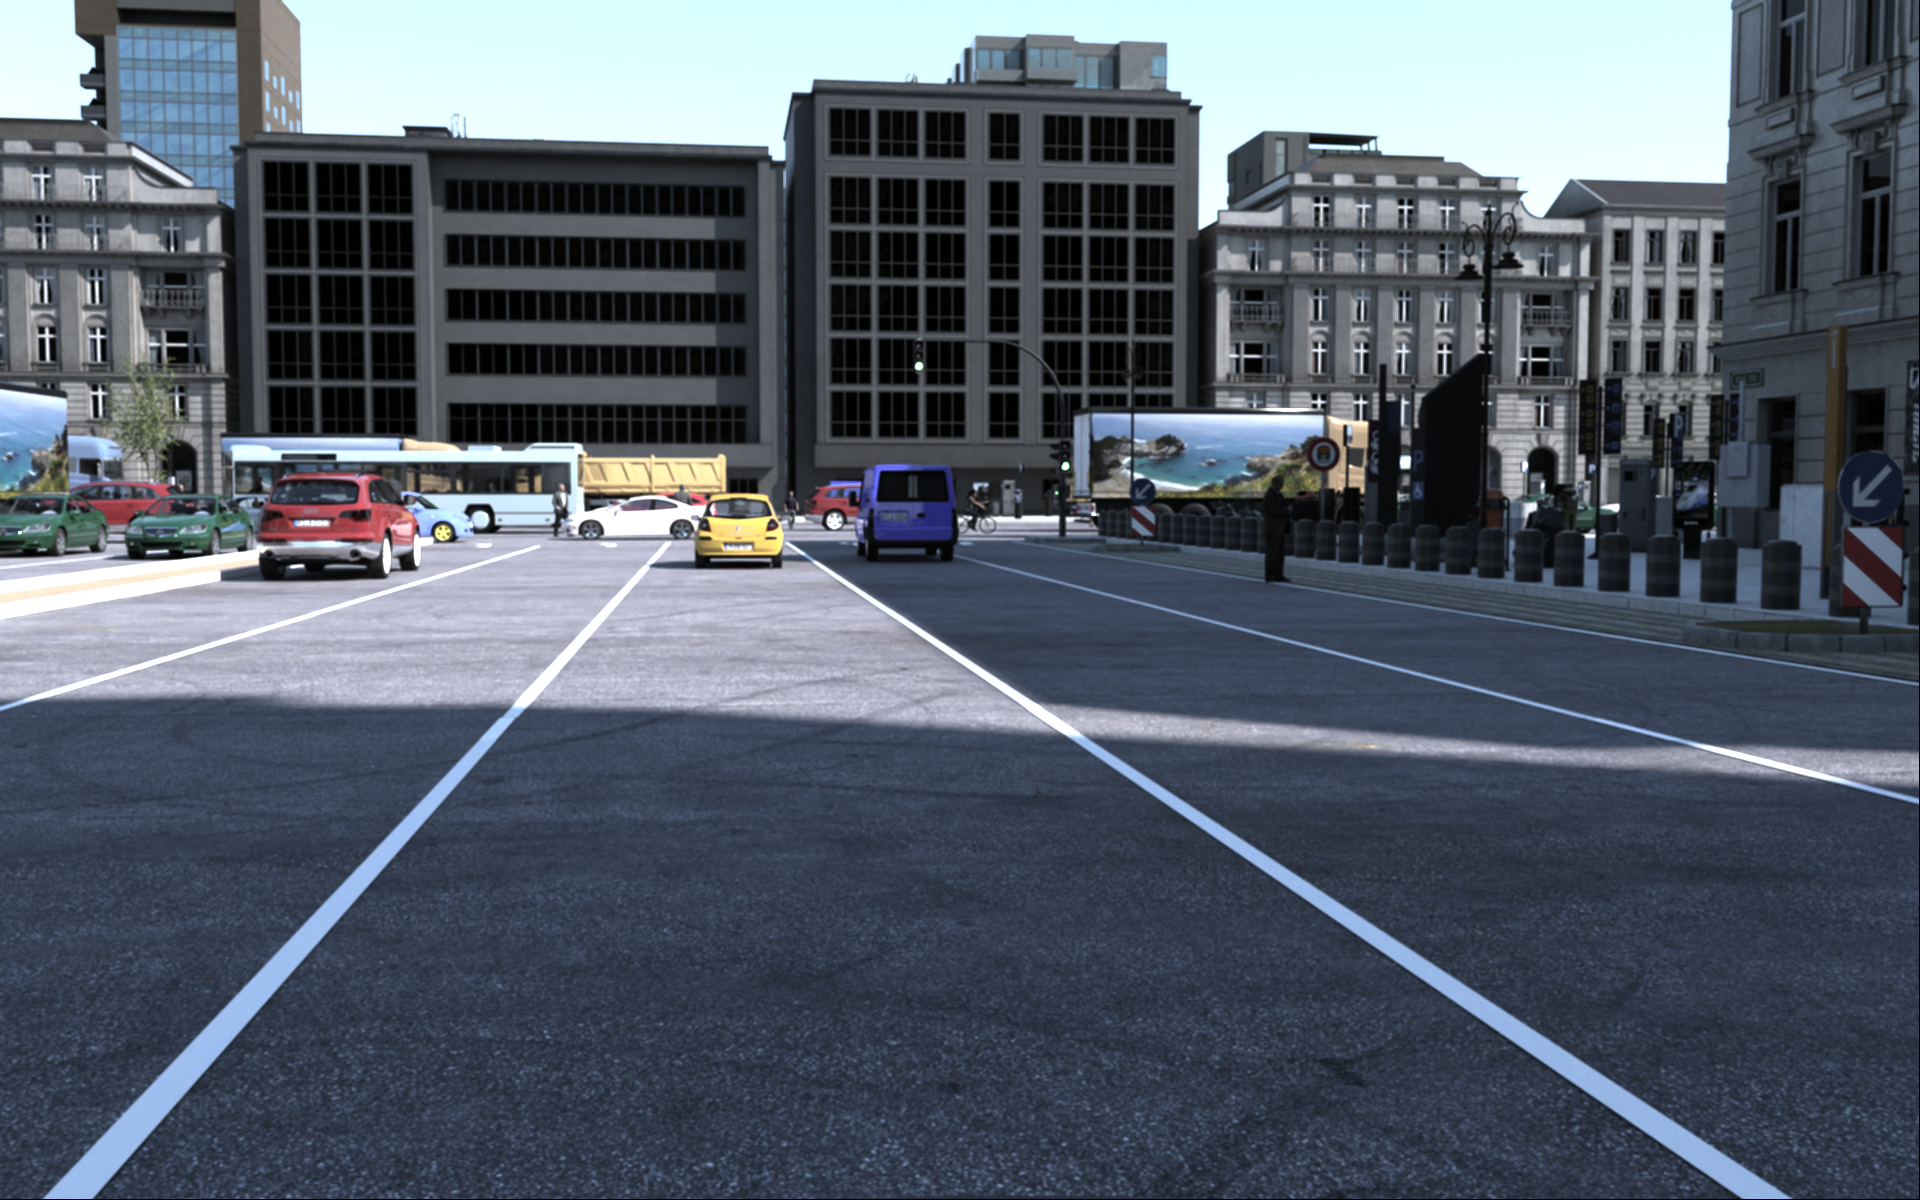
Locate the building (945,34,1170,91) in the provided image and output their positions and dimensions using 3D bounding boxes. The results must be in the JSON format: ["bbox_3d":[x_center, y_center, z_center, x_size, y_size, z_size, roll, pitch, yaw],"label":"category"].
[{"bbox_3d":[9.150,-34.641,185.995,23.786,49.044,30.456,0,4,-8],"label":"building"}]

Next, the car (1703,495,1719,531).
[{"bbox_3d":[30.291,-3.475,68.607,4.920,1.459,2.131,-1,4,-10],"label":"car"}]

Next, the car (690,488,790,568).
[{"bbox_3d":[-4.431,-1.506,34.852,2.015,1.641,3.980,0,4,-6],"label":"car"}]

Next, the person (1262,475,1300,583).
[{"bbox_3d":[5.187,-1.155,28.069,0.600,1.739,0.565,0,4,4],"label":"person"}]

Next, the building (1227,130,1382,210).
[{"bbox_3d":[39.117,-31.497,198.565,14.086,41.232,14.154,0,4,-8],"label":"building"}]

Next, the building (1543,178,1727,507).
[{"bbox_3d":[46.651,-15.960,110.101,18.267,20.994,9.793,0,4,-8],"label":"building"}]

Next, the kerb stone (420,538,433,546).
[{"bbox_3d":[-15.300,-1.682,49.765,0.120,0.150,1.000,0,4,-8],"label":"kerb stone"}]

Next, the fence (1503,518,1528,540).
[{"bbox_3d":[13.350,-1.640,42.190,2.069,0.683,0.278,-3,4,-37],"label":"fence"}]

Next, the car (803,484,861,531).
[{"bbox_3d":[-3.538,-3.659,68.502,5.304,1.827,2.281,-1,4,-9],"label":"car"}]

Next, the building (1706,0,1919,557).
[{"bbox_3d":[29.190,-14.965,21.087,17.030,29.872,44.131,0,4,-8],"label":"building"}]

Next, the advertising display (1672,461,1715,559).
[{"bbox_3d":[14.453,-1.770,34.145,0.123,1.923,0.974,-1,4,-20],"label":"advertising display"}]

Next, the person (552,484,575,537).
[{"bbox_3d":[-13.321,-3.011,58.133,0.834,1.777,0.661,2,4,31],"label":"person"}]

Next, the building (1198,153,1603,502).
[{"bbox_3d":[25.525,-16.302,108.332,24.055,21.916,13.314,0,4,-8],"label":"building"}]

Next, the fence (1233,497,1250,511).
[{"bbox_3d":[7.714,-2.217,47.454,0.480,1.192,2.264,1,4,21],"label":"fence"}]

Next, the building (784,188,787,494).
[{"bbox_3d":[-34.599,-39.519,265.746,30.456,49.044,23.786,0,4,-8],"label":"building"}]

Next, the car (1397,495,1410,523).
[{"bbox_3d":[19.103,-3.745,73.022,4.920,1.459,2.131,0,4,-7],"label":"car"}]

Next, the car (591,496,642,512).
[{"bbox_3d":[-13.064,-3.620,71.547,4.827,1.381,2.083,-1,4,-10],"label":"car"}]

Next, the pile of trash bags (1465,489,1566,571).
[{"bbox_3d":[9.573,-1.257,30.312,1.912,1.369,3.447,2,4,26],"label":"pile of trash bags"}]

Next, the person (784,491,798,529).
[{"bbox_3d":[-6.903,-3.706,71.296,0.569,1.553,0.471,1,4,12],"label":"person"}]

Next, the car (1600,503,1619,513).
[{"bbox_3d":[35.296,-4.733,89.753,4.827,1.381,2.083,0,4,-7],"label":"car"}]

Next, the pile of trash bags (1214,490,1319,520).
[{"bbox_3d":[7.842,-2.092,43.961,1.912,1.369,3.447,-2,4,-32],"label":"pile of trash bags"}]

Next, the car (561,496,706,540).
[{"bbox_3d":[-10.175,-2.601,54.892,4.827,1.381,2.083,-1,4,-10],"label":"car"}]

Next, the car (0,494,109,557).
[{"bbox_3d":[-21.746,-1.789,41.053,2.131,1.459,4.920,-1,4,-9],"label":"car"}]

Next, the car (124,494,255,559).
[{"bbox_3d":[-17.615,-1.711,39.767,2.131,1.459,4.920,0,4,-8],"label":"car"}]

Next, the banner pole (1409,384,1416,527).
[{"bbox_3d":[10.320,-3.033,39.612,0.401,3.779,0.863,1,4,11],"label":"banner pole"}]

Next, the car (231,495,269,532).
[{"bbox_3d":[-23.199,-2.835,58.351,4.499,1.417,2.014,0,4,-7],"label":"car"}]

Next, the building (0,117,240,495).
[{"bbox_3d":[-52.256,-15.666,97.937,24.055,21.916,13.314,0,4,-8],"label":"building"}]

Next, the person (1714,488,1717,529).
[{"bbox_3d":[30.766,-3.792,70.859,0.694,1.780,0.624,-2,4,-27],"label":"person"}]

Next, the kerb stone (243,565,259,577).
[{"bbox_3d":[-12.540,-0.500,30.370,0.120,0.150,1.000,0,4,-8],"label":"kerb stone"}]

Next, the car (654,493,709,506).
[{"bbox_3d":[-11.814,-3.647,68.672,4.494,1.783,2.155,-1,4,-9],"label":"car"}]

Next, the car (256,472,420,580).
[{"bbox_3d":[-10.923,-1.346,30.686,2.281,1.827,5.304,-1,4,-8],"label":"car"}]

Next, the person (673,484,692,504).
[{"bbox_3d":[-9.357,-3.018,58.244,0.661,1.777,0.834,-1,4,-16],"label":"person"}]

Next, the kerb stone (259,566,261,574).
[{"bbox_3d":[-12.685,-0.562,31.387,0.120,0.150,1.000,0,4,-8],"label":"kerb stone"}]

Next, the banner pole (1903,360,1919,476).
[{"bbox_3d":[15.833,-2.342,28.308,0.401,3.779,0.863,-2,4,-34],"label":"banner pole"}]

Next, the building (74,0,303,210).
[{"bbox_3d":[-64.534,-30.418,147.449,14.600,45.320,14.200,0,4,-8],"label":"building"}]

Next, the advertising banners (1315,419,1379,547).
[{"bbox_3d":[9.123,-2.705,40.418,2.074,3.025,0.090,-2,4,-29],"label":"advertising banners"}]

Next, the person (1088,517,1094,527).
[{"bbox_3d":[5.688,-4.062,75.261,0.624,1.780,0.694,-3,5,-39],"label":"person"}]

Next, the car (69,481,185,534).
[{"bbox_3d":[-25.409,-2.601,51.192,5.304,1.827,2.281,-1,4,-9],"label":"car"}]

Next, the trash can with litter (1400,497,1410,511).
[{"bbox_3d":[12.953,-2.279,48.321,2.233,1.210,1.678,0,4,6],"label":"trash can with litter"}]

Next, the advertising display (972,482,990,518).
[{"bbox_3d":[1.140,-5.369,93.001,0.974,1.923,0.123,1,4,22],"label":"advertising display"}]

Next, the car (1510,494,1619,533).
[{"bbox_3d":[21.510,-3.103,62.532,4.920,1.459,2.131,0,4,-7],"label":"car"}]

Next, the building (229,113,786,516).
[{"bbox_3d":[-25.536,-17.312,102.124,30.058,24.678,14.314,0,4,-8],"label":"building"}]

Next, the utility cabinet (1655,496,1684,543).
[{"bbox_3d":[18.354,-2.066,44.944,1.020,1.237,0.306,-1,4,-23],"label":"utility cabinet"}]

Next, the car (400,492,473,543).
[{"bbox_3d":[-16.392,-2.561,51.456,3.694,1.707,1.945,-1,4,-9],"label":"car"}]

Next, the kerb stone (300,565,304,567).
[{"bbox_3d":[-13.119,-0.750,34.452,0.120,0.150,1.000,0,4,-8],"label":"kerb stone"}]

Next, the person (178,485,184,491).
[{"bbox_3d":[-28.310,-3.289,62.757,0.515,1.767,0.782,-1,4,-10],"label":"person"}]

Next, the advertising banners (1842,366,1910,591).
[{"bbox_3d":[12.119,-1.653,23.212,0.090,3.025,2.074,0,4,-1],"label":"advertising banners"}]

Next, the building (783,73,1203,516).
[{"bbox_3d":[1.552,-19.114,106.021,24.014,27.812,14.314,0,4,-8],"label":"building"}]

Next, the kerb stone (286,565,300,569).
[{"bbox_3d":[-12.970,-0.687,33.436,0.120,0.150,1.000,0,4,-8],"label":"kerb stone"}]
